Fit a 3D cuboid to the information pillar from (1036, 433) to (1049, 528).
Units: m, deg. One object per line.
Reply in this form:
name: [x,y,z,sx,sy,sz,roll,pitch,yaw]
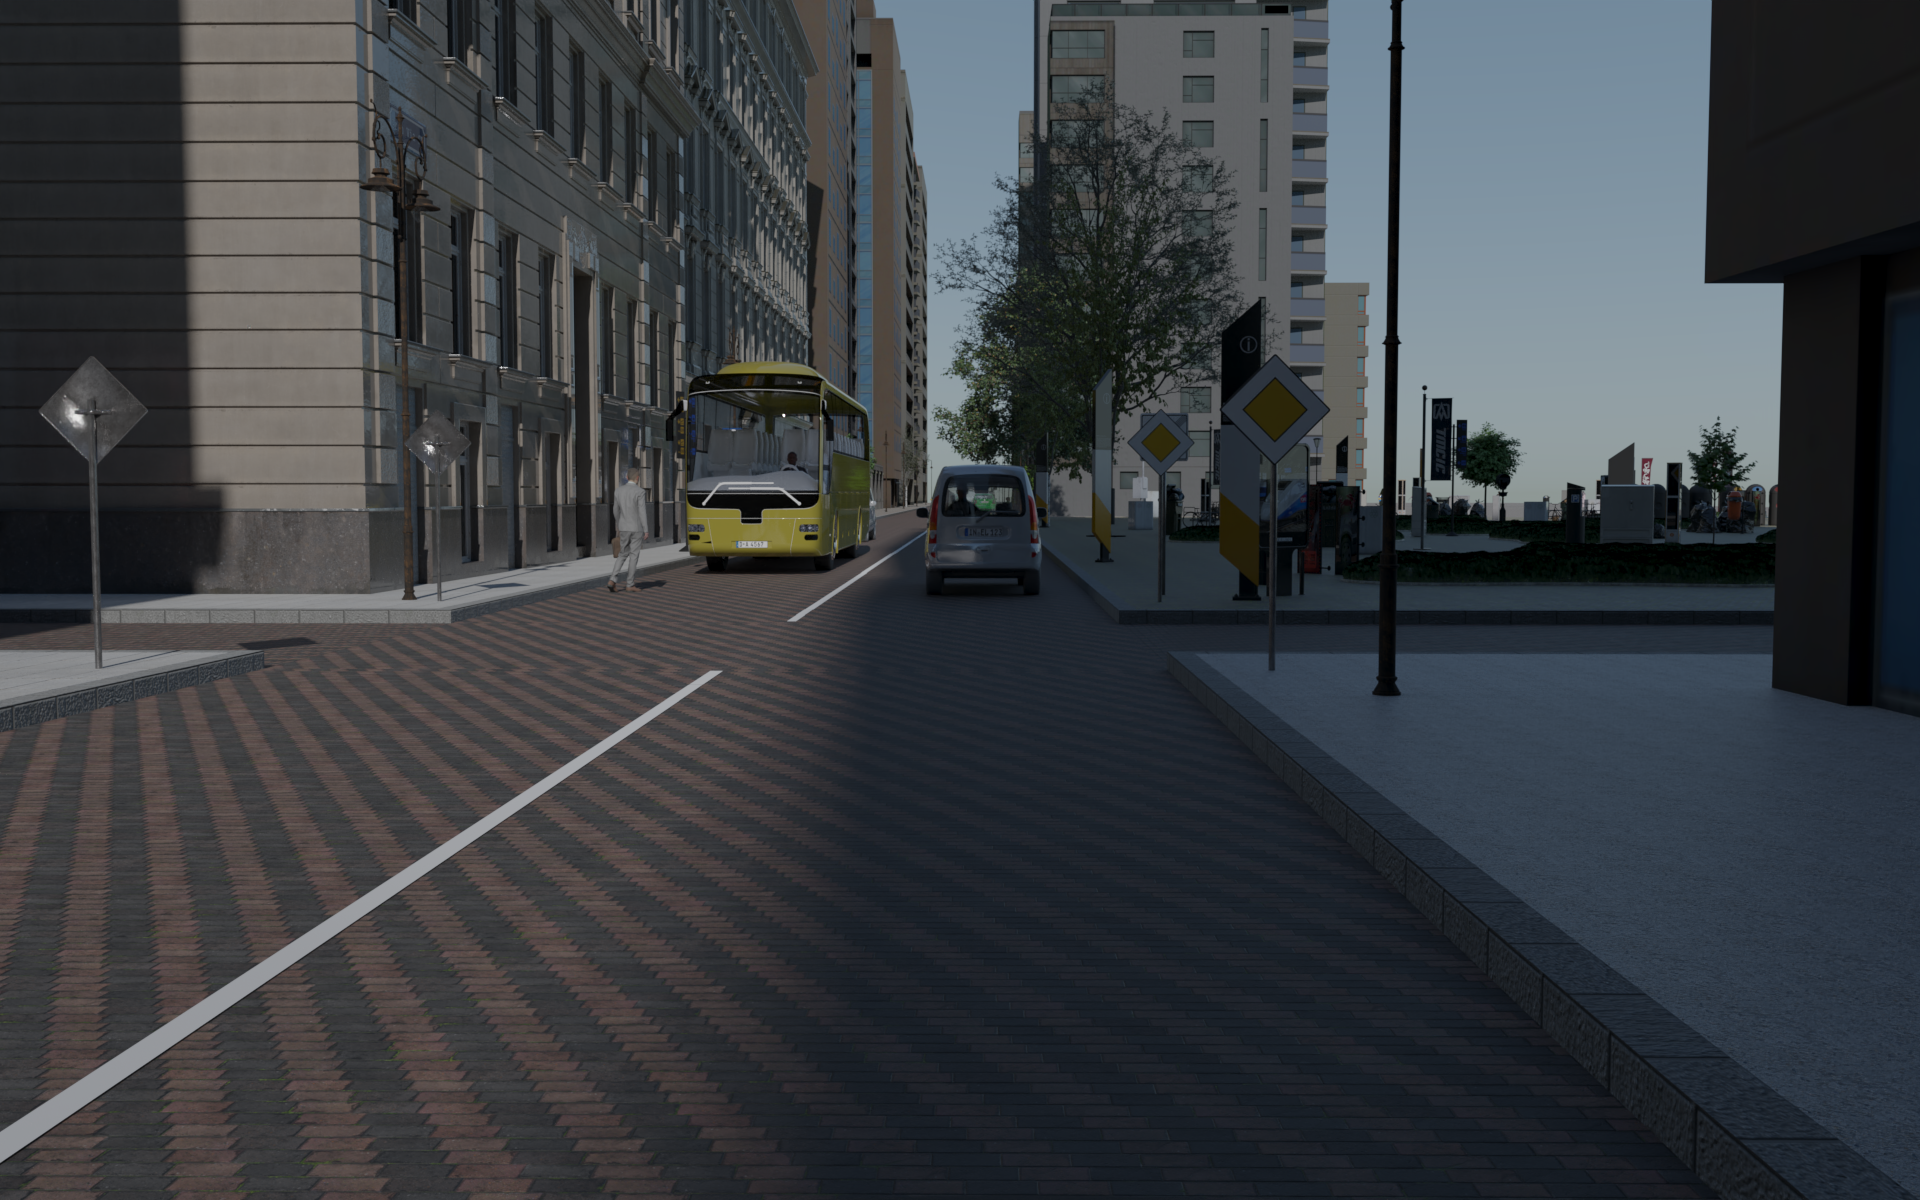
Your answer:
information pillar: [3.149,-4.581,66.259,0.504,3.616,0.183,2,4,31]

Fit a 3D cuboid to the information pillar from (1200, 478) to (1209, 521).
information pillar: [11.478,-4.687,81.124,0.304,2.012,0.304,-3,5,-42]

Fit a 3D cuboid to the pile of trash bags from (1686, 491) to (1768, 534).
pile of trash bags: [25.157,-2.886,56.936,1.912,1.369,3.447,1,4,12]

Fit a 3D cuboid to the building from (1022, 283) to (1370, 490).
building: [19.765,-19.038,156.317,27.650,21.520,28.899,0,4,1]

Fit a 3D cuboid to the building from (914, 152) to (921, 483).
building: [-16.214,-34.381,216.752,22.147,44.769,28.867,0,4,1]

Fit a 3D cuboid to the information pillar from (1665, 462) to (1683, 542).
information pillar: [16.602,-2.189,40.290,0.304,2.012,0.304,2,4,31]

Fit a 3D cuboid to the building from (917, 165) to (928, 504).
building: [-15.554,-37.859,242.695,21.300,48.544,21.600,0,4,1]

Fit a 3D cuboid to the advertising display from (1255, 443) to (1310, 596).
advertising display: [4.019,-1.011,21.752,0.974,1.923,0.123,-3,4,-37]

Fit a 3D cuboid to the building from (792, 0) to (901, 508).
building: [-12.726,-31.276,161.469,14.600,45.320,14.200,0,4,1]

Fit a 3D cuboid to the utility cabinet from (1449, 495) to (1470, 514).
utility cabinet: [25.832,-4.799,89.625,1.020,1.237,0.306,3,5,40]

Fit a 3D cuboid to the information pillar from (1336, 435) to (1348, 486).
information pillar: [15.169,-4.734,68.758,0.504,3.616,0.183,-1,4,-9]

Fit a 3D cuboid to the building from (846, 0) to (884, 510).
building: [-16.895,-43.121,143.282,20.563,71.187,20.611,0,4,1]

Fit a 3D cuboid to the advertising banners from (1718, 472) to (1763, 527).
advertising banners: [30.774,-4.400,68.123,2.074,3.025,0.090,-1,4,-20]

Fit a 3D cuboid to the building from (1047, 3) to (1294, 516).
building: [12.266,-20.461,106.233,14.160,30.474,14.107,0,4,1]

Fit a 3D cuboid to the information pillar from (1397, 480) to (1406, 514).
information pillar: [22.763,-5.185,89.263,0.304,2.012,0.304,-3,5,-43]

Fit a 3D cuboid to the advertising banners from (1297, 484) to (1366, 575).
advertising banners: [5.653,-1.935,27.825,0.090,3.025,2.074,-3,4,-39]

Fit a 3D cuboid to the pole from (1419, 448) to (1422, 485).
pole: [20.580,-5.102,77.257,0.158,3.312,0.155,0,3,0]

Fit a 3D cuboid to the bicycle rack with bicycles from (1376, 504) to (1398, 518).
bicycle rack with bicycles: [14.983,-3.170,65.208,2.925,0.926,2.852,-2,4,-26]

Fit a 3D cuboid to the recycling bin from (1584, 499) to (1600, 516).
recycling bin: [30.186,-4.280,82.525,0.722,1.027,0.722,0,4,5]

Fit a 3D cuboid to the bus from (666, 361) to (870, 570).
bus: [-3.522,-2.708,35.818,2.896,3.916,12.252,0,4,1]

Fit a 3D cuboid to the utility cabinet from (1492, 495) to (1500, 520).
utility cabinet: [26.041,-4.460,84.089,0.306,1.237,1.020,1,4,21]

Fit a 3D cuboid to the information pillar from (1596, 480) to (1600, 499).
information pillar: [32.981,-5.185,89.261,0.304,2.012,0.304,-2,4,-33]

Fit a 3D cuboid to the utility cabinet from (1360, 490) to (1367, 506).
utility cabinet: [21.854,-5.215,93.942,0.318,1.500,1.173,0,4,7]

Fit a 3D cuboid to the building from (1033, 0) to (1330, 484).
building: [15.867,-35.746,126.452,21.231,58.520,28.212,0,4,1]

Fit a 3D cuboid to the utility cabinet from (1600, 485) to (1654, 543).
utility cabinet: [15.970,-2.005,41.464,1.173,1.500,0.318,2,4,24]

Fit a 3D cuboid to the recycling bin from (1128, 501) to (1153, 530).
recycling bin: [6.527,-3.059,62.565,0.722,1.027,0.722,-1,4,-15]

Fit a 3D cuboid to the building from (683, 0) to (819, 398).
building: [-15.824,-17.835,68.014,17.030,29.872,44.131,0,4,1]

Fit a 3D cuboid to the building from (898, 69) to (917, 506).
building: [-16.153,-34.670,190.553,21.300,48.544,21.600,0,4,1]

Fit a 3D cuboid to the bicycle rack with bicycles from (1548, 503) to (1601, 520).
bicycle rack with bicycles: [25.749,-3.609,72.388,2.925,0.926,2.852,-3,5,-40]

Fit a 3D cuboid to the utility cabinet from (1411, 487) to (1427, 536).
utility cabinet: [13.837,-2.659,52.147,0.318,1.500,1.173,1,4,22]

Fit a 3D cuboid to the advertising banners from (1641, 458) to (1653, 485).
advertising banners: [32.439,-5.365,83.913,2.074,3.025,0.090,1,4,19]

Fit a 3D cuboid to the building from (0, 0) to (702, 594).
building: [-13.025,-14.449,33.498,12.463,27.353,25.104,0,4,1]

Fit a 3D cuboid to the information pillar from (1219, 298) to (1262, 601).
information pillar: [3.383,-1.802,20.825,0.504,3.616,0.183,0,4,8]

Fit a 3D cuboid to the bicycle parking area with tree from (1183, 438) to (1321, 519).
bicycle parking area with tree: [15.710,-6.178,88.007,8.231,4.147,9.016,0,4,2]

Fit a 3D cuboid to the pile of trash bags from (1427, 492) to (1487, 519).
pile of trash bags: [23.112,-4.403,81.749,3.447,1.369,1.912,-2,4,-26]

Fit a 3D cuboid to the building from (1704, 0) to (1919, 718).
building: [11.838,-21.603,3.316,14.600,45.320,14.200,0,4,1]

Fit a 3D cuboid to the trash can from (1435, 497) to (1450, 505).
trash can: [23.467,-4.438,84.208,0.748,1.137,0.748,0,3,0]

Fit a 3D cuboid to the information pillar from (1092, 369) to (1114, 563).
information pillar: [2.662,-2.512,32.424,0.183,3.616,0.504,3,5,43]

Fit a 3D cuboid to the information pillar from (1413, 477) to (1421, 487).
information pillar: [20.148,-4.401,76.449,0.304,2.012,0.304,2,4,25]

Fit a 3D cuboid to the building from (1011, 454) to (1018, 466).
building: [20.264,-22.316,209.912,27.650,21.520,28.899,0,4,1]

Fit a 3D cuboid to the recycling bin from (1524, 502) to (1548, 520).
recycling bin: [19.417,-2.804,58.396,0.722,1.027,0.722,2,4,24]

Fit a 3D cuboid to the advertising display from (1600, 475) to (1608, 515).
advertising display: [21.803,-3.268,58.653,0.123,1.923,0.974,1,4,13]

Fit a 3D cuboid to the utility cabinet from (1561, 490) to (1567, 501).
utility cabinet: [33.521,-5.273,94.894,0.318,1.500,1.173,-2,4,-29]

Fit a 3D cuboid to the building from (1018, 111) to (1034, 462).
building: [13.279,-30.847,187.947,14.154,41.232,14.086,0,4,1]

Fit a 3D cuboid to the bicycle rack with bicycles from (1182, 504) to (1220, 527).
bicycle rack with bicycles: [9.647,-3.116,64.326,2.925,0.926,2.852,2,4,25]

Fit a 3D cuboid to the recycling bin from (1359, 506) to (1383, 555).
recycling bin: [8.652,-1.497,37.029,0.722,1.027,0.722,1,4,9]

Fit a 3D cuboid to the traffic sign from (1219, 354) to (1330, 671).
traffic sign: [2.266,-0.544,12.535,0.795,2.450,0.064,0,4,1]
